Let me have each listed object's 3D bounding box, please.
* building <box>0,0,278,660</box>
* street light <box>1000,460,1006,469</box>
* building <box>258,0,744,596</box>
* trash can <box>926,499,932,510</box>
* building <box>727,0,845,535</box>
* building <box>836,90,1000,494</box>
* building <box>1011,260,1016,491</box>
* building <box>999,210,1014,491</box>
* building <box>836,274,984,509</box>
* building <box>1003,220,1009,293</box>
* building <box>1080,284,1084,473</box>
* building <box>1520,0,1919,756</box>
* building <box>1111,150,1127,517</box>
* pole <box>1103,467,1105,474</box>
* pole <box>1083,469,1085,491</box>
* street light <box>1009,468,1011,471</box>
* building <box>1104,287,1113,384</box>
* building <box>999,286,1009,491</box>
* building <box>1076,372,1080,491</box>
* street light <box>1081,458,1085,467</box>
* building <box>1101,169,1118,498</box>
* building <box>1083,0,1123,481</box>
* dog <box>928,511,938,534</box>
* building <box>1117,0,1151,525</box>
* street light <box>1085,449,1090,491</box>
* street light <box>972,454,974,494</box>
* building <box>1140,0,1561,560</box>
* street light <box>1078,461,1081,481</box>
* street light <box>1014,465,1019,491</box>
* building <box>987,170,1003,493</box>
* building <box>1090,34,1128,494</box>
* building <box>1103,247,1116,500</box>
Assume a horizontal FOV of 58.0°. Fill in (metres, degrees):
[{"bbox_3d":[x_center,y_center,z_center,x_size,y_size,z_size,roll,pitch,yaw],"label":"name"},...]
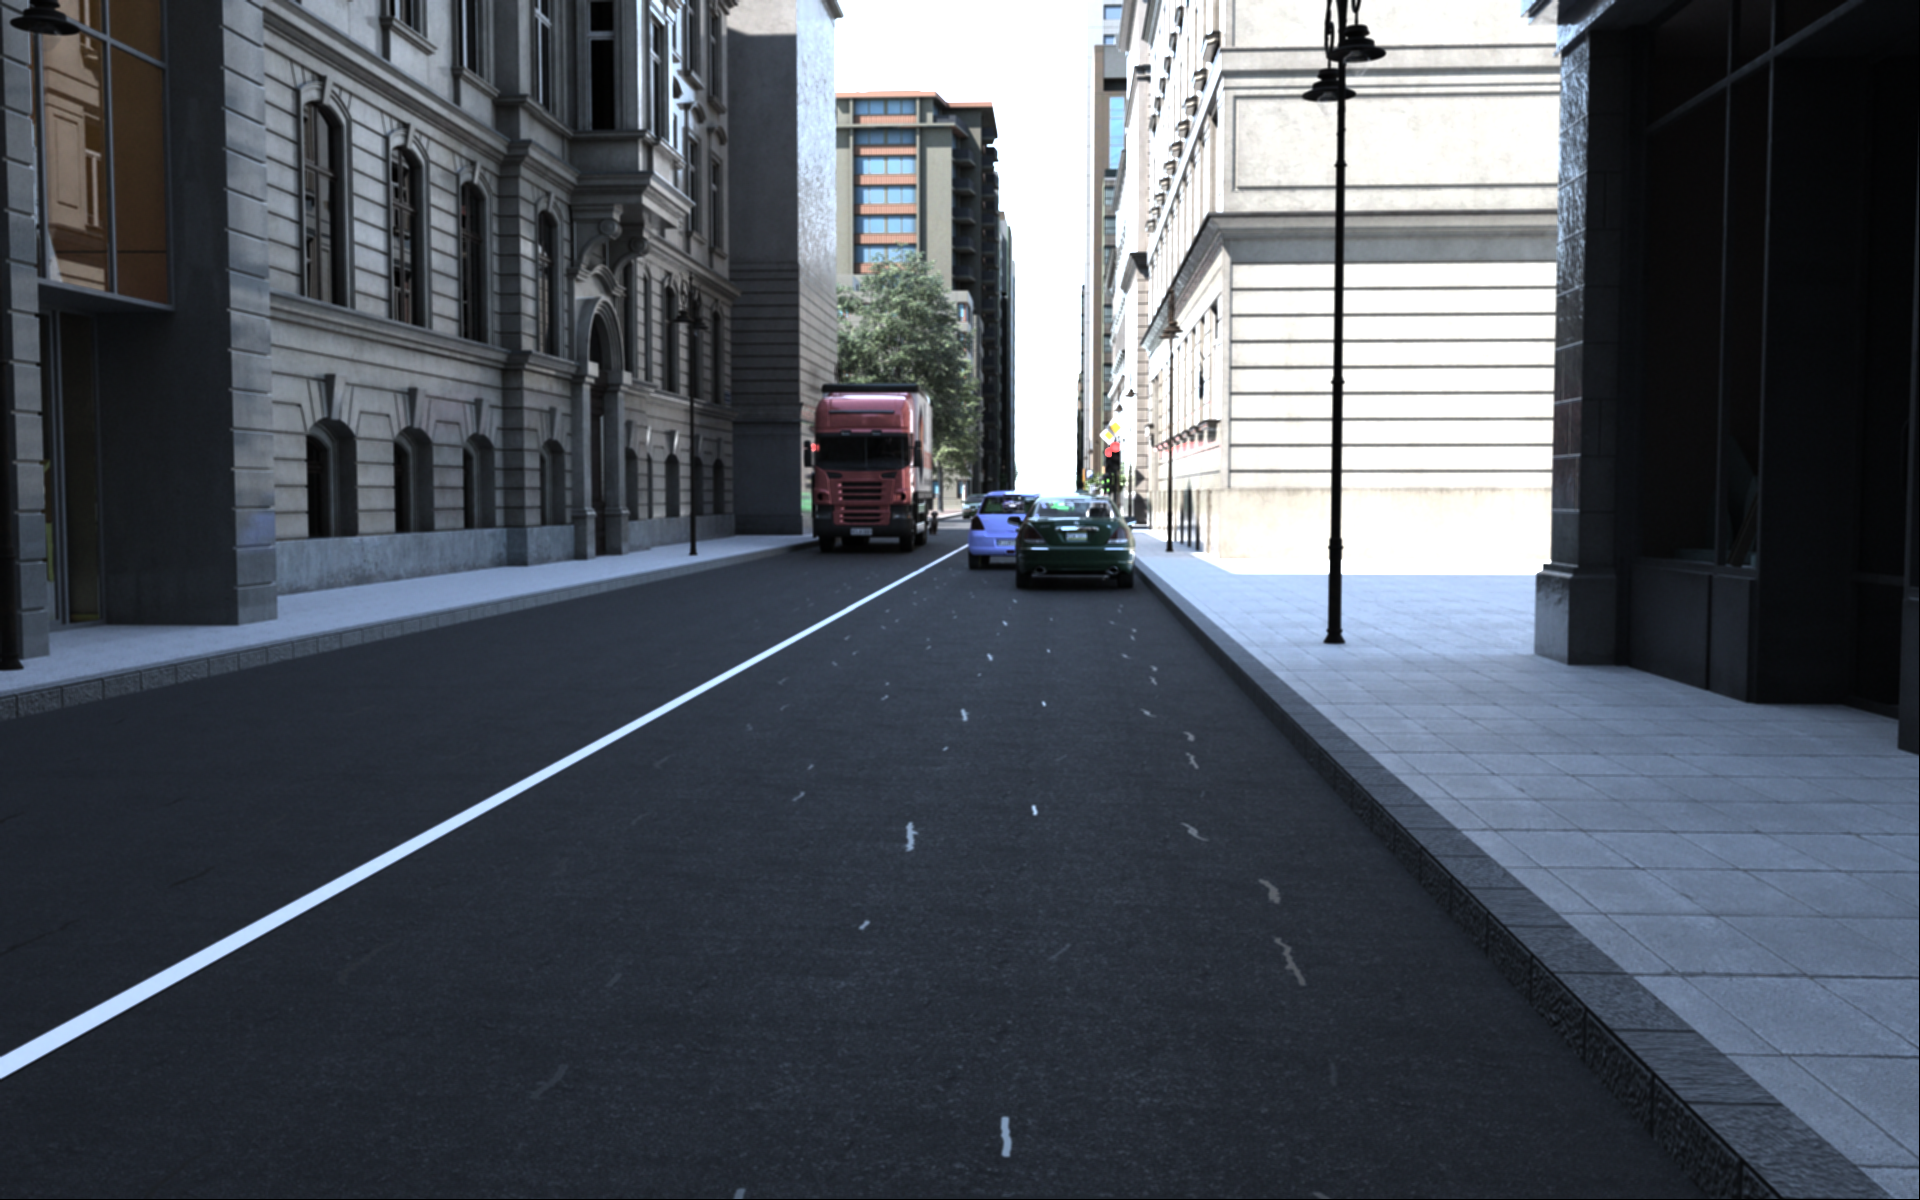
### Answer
[{"bbox_3d":[-13.235,-13.761,2.494,11.434,29.767,29.804,0,4,3],"label":"building"},{"bbox_3d":[5.891,-15.803,231.169,0.468,5.910,1.993,0,4,3],"label":"street light"},{"bbox_3d":[-12.926,-13.199,34.890,14.460,24.649,34.723,0,4,3],"label":"building"},{"bbox_3d":[-2.465,-7.843,139.892,0.748,1.137,0.748,0,3,0],"label":"trash can"},{"bbox_3d":[-13.547,-12.814,58.663,18.267,20.994,9.793,0,4,3],"label":"building"},{"bbox_3d":[-6.989,-32.766,190.356,22.147,44.769,28.867,0,4,3],"label":"building"},{"bbox_3d":[2.316,-37.354,294.324,14.154,41.232,14.086,0,4,3],"label":"building"},{"bbox_3d":[1.484,-38.509,279.733,14.600,45.320,14.200,0,4,3],"label":"building"},{"bbox_3d":[-12.260,-19.412,162.419,27.650,21.520,28.899,0,4,3],"label":"building"},{"bbox_3d":[-0.210,-34.742,251.618,14.154,41.232,14.086,0,4,3],"label":"building"},{"bbox_3d":[23.485,-28.492,237.553,14.160,30.474,14.107,0,4,3],"label":"building"},{"bbox_3d":[8.953,-9.832,11.662,10.553,20.767,40.483,0,4,3],"label":"building"},{"bbox_3d":[13.496,-15.102,96.070,9.793,20.994,18.267,0,4,3],"label":"building"},{"bbox_3d":[10.640,-8.220,128.245,0.158,3.312,0.155,0,3,0],"label":"pole"},{"bbox_3d":[10.012,-8.938,139.986,0.158,3.312,0.155,0,3,0],"label":"pole"},{"bbox_3d":[7.378,-17.255,254.898,0.468,5.910,1.993,0,4,3],"label":"street light"},{"bbox_3d":[17.237,-18.265,134.791,11.583,22.565,21.152,0,4,3],"label":"building"},{"bbox_3d":[-0.607,-28.481,237.370,14.160,30.474,14.107,0,4,3],"label":"building"},{"bbox_3d":[31.340,-25.346,259.445,27.650,21.520,28.899,0,4,3],"label":"building"},{"bbox_3d":[12.608,-12.290,173.723,0.468,5.910,1.993,0,4,3],"label":"street light"},{"bbox_3d":[19.803,-23.510,156.095,14.160,30.474,14.107,0,4,3],"label":"building"},{"bbox_3d":[24.248,-39.753,191.953,21.231,58.520,28.212,0,4,3],"label":"building"},{"bbox_3d":[-0.860,-2.742,61.662,0.513,0.831,0.800,2,4,28],"label":"dog"},{"bbox_3d":[19.610,-17.028,75.668,25.104,27.353,12.463,0,4,3],"label":"building"},{"bbox_3d":[11.251,-10.825,149.778,0.468,5.910,1.993,0,4,3],"label":"street light"},{"bbox_3d":[1.089,-10.726,148.163,0.468,5.910,1.993,0,4,3],"label":"street light"},{"bbox_3d":[13.136,-13.065,46.896,16.112,22.955,30.059,0,4,3],"label":"building"},{"bbox_3d":[14.074,-13.773,197.968,0.468,5.910,1.993,0,4,3],"label":"street light"},{"bbox_3d":[8.771,-18.706,278.633,0.468,5.910,1.993,0,4,3],"label":"street light"},{"bbox_3d":[-2.387,-32.384,213.070,14.154,41.232,14.086,0,4,3],"label":"building"},{"bbox_3d":[19.872,-31.804,170.108,14.600,45.320,14.200,0,4,3],"label":"building"},{"bbox_3d":[14.987,-15.302,114.813,10.561,19.102,19.286,0,4,3],"label":"building"}]
